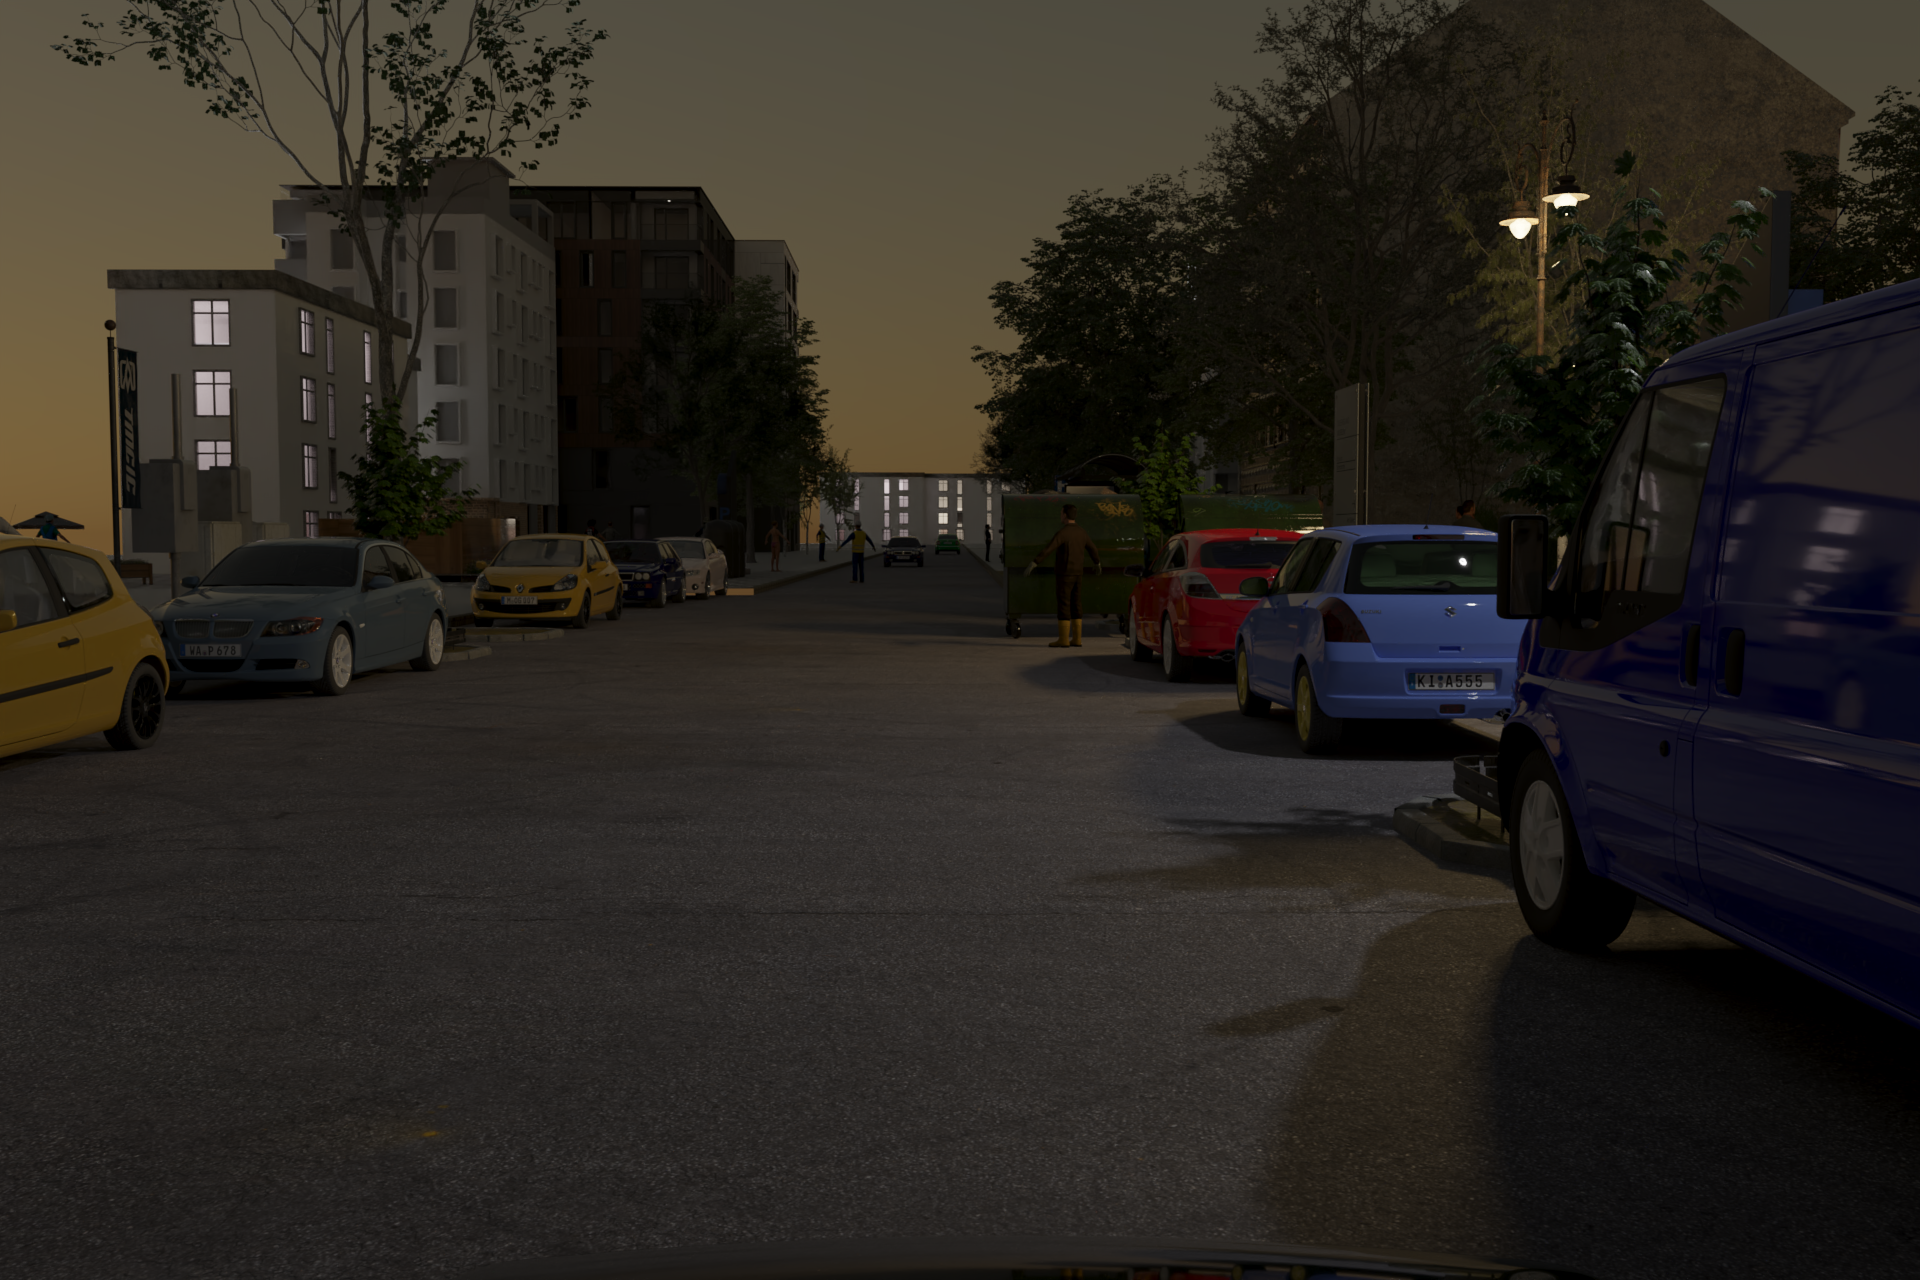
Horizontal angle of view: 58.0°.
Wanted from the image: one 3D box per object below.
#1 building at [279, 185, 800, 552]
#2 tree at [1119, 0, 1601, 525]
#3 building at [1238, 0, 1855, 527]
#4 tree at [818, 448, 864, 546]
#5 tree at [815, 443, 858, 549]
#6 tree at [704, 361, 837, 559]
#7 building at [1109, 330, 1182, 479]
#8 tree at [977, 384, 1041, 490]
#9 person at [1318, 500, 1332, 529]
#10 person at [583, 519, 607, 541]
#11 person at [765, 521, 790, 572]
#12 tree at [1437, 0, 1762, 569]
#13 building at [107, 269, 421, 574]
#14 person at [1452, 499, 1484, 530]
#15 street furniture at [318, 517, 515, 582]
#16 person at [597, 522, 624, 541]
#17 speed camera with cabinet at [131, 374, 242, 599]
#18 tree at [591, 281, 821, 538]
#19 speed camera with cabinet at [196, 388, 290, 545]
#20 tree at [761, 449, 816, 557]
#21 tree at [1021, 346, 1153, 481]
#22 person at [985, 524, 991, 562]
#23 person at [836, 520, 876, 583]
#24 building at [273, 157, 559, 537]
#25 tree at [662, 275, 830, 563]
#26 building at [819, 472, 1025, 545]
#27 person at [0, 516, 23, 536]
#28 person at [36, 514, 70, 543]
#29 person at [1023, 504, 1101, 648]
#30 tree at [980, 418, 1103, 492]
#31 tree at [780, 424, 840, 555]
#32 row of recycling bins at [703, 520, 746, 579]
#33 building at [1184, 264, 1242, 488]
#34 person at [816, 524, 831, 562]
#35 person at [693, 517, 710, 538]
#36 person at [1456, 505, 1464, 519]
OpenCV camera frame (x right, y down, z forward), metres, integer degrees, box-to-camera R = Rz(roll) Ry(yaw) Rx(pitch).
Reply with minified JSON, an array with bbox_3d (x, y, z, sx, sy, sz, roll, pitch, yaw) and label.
[{"bbox_3d":[-26.070,-16.771,118.182,27.936,21.610,32.646,0,4,-1],"label":"building"},{"bbox_3d":[8.553,-7.704,36.325,12.009,13.543,11.850,0,3,0],"label":"tree"},{"bbox_3d":[22.300,-14.702,71.307,19.493,23.208,18.063,0,4,0],"label":"building"},{"bbox_3d":[-10.137,-11.931,145.431,4.737,8.622,4.395,0,3,0],"label":"tree"},{"bbox_3d":[-9.941,-11.597,139.973,4.737,8.622,4.395,0,3,0],"label":"tree"},{"bbox_3d":[-9.780,-9.403,88.155,7.601,10.594,8.767,-2,4,-35],"label":"tree"},{"bbox_3d":[23.486,-20.320,163.157,19.493,23.208,18.063,0,4,-1],"label":"building"},{"bbox_3d":[6.030,-13.169,125.679,12.009,13.543,11.850,0,3,0],"label":"tree"},{"bbox_3d":[5.426,-1.243,26.502,1.348,1.807,0.705,-3,4,-37],"label":"person"},{"bbox_3d":[-13.585,-3.546,64.118,1.345,1.843,0.704,2,4,30],"label":"person"},{"bbox_3d":[-6.255,-3.206,59.223,1.217,1.733,0.721,3,5,41],"label":"person"},{"bbox_3d":[8.593,-4.544,24.657,4.360,8.622,3.978,0,3,0],"label":"tree"},{"bbox_3d":[-26.391,-7.766,69.122,9.099,9.664,28.070,0,4,-1],"label":"building"},{"bbox_3d":[7.952,-1.284,27.058,0.705,1.821,1.348,-2,4,-31],"label":"person"},{"bbox_3d":[-14.112,-2.603,49.413,9.812,1.723,11.010,0,4,3],"label":"street furniture"},{"bbox_3d":[-14.681,-4.069,72.796,1.348,1.796,0.705,0,4,7],"label":"person"},{"bbox_3d":[-9.880,-1.702,22.164,0.660,3.252,2.038,0,4,-1],"label":"speed camera with cabinet"},{"bbox_3d":[-9.286,-7.881,63.260,8.767,10.594,7.601,0,4,-7],"label":"tree"},{"bbox_3d":[-10.068,-1.833,24.299,0.660,3.252,2.038,0,4,-1],"label":"speed camera with cabinet"},{"bbox_3d":[-9.777,-8.948,96.655,4.360,8.622,3.978,0,3,0],"label":"tree"},{"bbox_3d":[6.209,-8.798,78.264,7.601,10.594,8.767,-2,4,-34],"label":"tree"},{"bbox_3d":[1.352,-4.425,79.074,0.721,1.740,1.216,0,4,2],"label":"person"},{"bbox_3d":[-3.001,-2.587,50.728,1.349,1.833,0.705,-2,4,-35],"label":"person"},{"bbox_3d":[-28.463,-14.181,88.276,16.016,20.090,11.380,0,4,0],"label":"building"},{"bbox_3d":[-9.316,-9.647,75.850,7.486,12.596,7.792,0,3,0],"label":"tree"},{"bbox_3d":[-5.014,-17.810,235.800,28.070,9.664,9.099,0,4,-3],"label":"building"},{"bbox_3d":[-9.054,-0.582,15.983,1.216,1.778,0.721,-3,5,-44],"label":"person"},{"bbox_3d":[-24.756,-2.512,47.191,1.347,1.817,0.704,1,4,19],"label":"person"},{"bbox_3d":[1.357,-0.816,21.929,1.346,1.812,0.704,-3,5,-42],"label":"person"},{"bbox_3d":[4.963,-10.020,98.246,8.767,10.594,7.601,1,4,17],"label":"tree"},{"bbox_3d":[-9.513,-9.625,107.734,4.737,8.622,4.395,0,3,0],"label":"tree"},{"bbox_3d":[-6.905,-2.693,51.144,1.069,1.692,3.534,0,4,0],"label":"row of recycling bins"},{"bbox_3d":[20.612,-16.032,118.545,16.016,20.090,11.380,0,4,0],"label":"building"},{"bbox_3d":[-6.345,-4.525,80.445,0.721,1.772,1.216,2,4,28],"label":"person"},{"bbox_3d":[-8.556,-3.229,58.580,1.354,1.856,0.705,-1,4,-21],"label":"person"},{"bbox_3d":[9.279,-1.591,32.166,1.344,1.810,0.704,-2,4,-27],"label":"person"}]
